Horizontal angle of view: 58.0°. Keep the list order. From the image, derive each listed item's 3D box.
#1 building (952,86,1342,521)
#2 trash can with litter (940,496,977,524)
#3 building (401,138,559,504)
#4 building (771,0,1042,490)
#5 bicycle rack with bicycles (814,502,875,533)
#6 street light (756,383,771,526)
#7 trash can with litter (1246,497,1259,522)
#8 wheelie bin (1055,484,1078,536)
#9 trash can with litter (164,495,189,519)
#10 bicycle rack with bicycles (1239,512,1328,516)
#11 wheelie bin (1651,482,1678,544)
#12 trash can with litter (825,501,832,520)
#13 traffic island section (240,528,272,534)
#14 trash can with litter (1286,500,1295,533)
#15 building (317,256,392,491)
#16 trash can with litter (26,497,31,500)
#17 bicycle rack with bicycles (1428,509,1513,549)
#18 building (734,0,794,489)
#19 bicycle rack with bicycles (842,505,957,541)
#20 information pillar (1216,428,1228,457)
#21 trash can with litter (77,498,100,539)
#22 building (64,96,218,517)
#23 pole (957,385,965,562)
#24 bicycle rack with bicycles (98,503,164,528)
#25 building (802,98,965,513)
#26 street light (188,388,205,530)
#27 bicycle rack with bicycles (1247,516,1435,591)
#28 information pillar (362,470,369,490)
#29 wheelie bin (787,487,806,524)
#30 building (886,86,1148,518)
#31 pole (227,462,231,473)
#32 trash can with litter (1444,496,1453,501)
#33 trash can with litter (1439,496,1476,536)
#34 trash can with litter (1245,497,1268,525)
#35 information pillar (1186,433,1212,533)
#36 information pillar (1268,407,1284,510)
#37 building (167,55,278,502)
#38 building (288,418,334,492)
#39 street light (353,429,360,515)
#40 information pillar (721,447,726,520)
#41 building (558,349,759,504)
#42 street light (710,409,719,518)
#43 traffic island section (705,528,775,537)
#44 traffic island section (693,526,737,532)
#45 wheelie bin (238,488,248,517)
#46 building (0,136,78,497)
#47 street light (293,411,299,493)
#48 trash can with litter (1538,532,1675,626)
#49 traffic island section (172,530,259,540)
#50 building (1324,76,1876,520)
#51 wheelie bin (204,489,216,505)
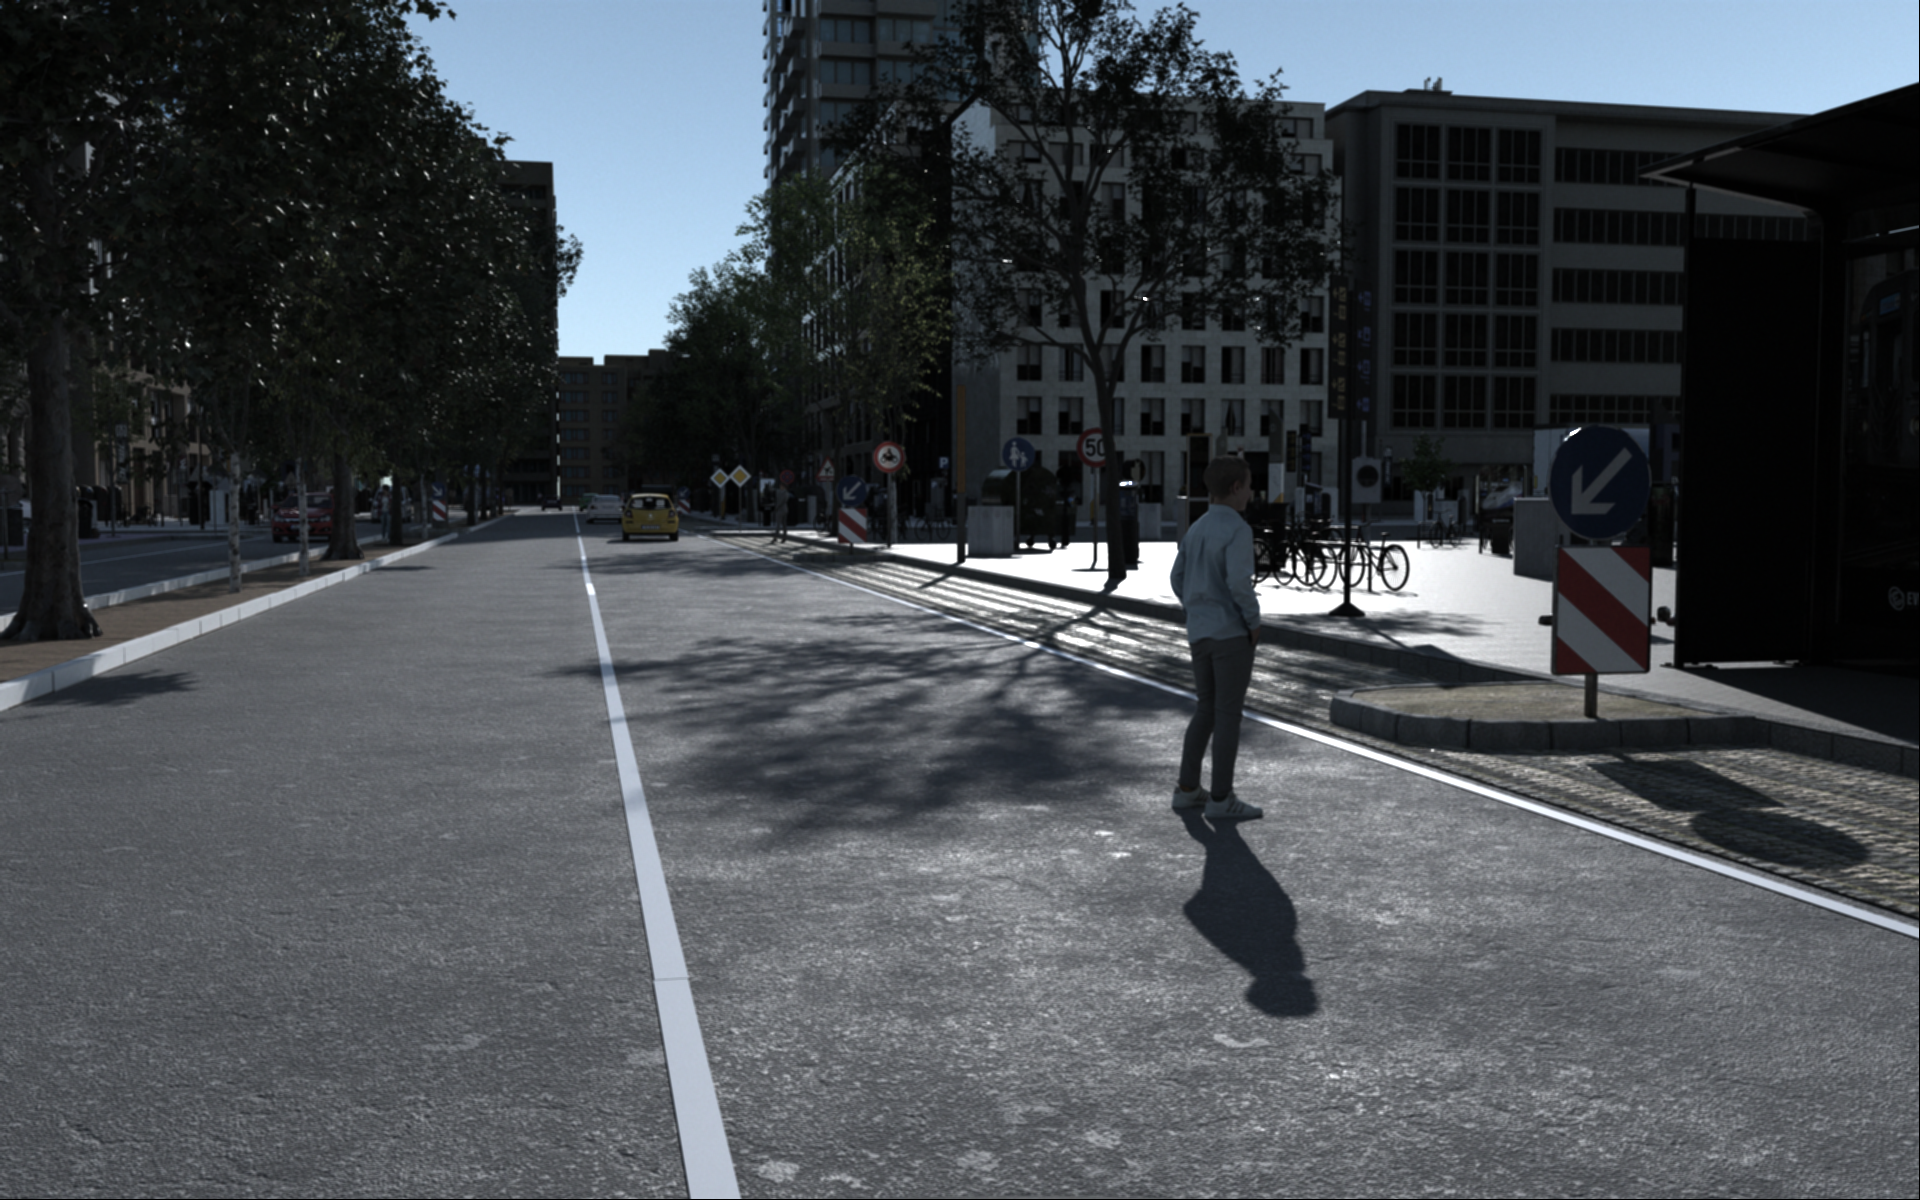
[{"bbox_3d":[8.920,-14.169,86.407,16.860,20.320,10.420,-1,4,-13],"label":"building"},{"bbox_3d":[0.158,-3.929,75.296,2.233,1.210,1.678,2,4,24],"label":"trash can with litter"},{"bbox_3d":[-66.367,-37.570,237.976,21.600,48.544,21.300,-1,4,-13],"label":"building"},{"bbox_3d":[-5.600,-33.216,162.696,23.786,49.044,30.456,-1,4,-13],"label":"building"},{"bbox_3d":[-3.071,-2.639,56.525,2.852,0.926,2.925,-3,4,-36],"label":"bicycle rack with bicycles"},{"bbox_3d":[-7.954,-5.965,70.315,0.468,5.910,1.993,-1,4,-13],"label":"street light"},{"bbox_3d":[14.364,-4.293,81.242,2.233,1.210,1.678,0,4,-4],"label":"trash can with litter"},{"bbox_3d":[3.221,-2.803,53.744,0.980,1.594,0.693,3,5,40],"label":"wheelie bin"},{"bbox_3d":[-40.382,-4.867,90.634,2.233,1.210,1.678,1,4,11],"label":"trash can with litter"},{"bbox_3d":[6.846,-1.320,34.971,2.852,0.926,2.925,-2,4,-27],"label":"bicycle rack with bicycles"},{"bbox_3d":[17.812,-2.207,43.996,0.980,1.594,0.693,-1,4,-21],"label":"wheelie bin"},{"bbox_3d":[-6.435,-4.371,82.852,1.055,1.170,0.624,2,4,30],"label":"trash can with litter"},{"bbox_3d":[-25.472,-2.486,62.919,2.009,0.180,2.903,-1,4,-13],"label":"traffic island section"},{"bbox_3d":[10.999,-2.769,56.662,0.624,1.170,1.055,3,5,40],"label":"trash can with litter"},{"bbox_3d":[-92.810,-37.528,233.186,30.456,49.044,23.786,-1,4,-13],"label":"building"},{"bbox_3d":[-41.285,-4.029,77.259,1.055,1.170,0.624,1,4,20],"label":"trash can with litter"},{"bbox_3d":[12.224,-1.697,41.123,2.852,0.926,2.925,2,4,34],"label":"bicycle rack with bicycles"},{"bbox_3d":[-13.135,-53.756,191.586,22.319,86.520,31.000,-1,4,-13],"label":"building"},{"bbox_3d":[-1.392,-2.145,48.450,2.852,0.926,2.925,2,4,27],"label":"bicycle rack with bicycles"},{"bbox_3d":[9.289,-4.289,61.472,0.183,3.616,0.504,-3,5,-43],"label":"information pillar"},{"bbox_3d":[-25.159,-2.346,49.737,0.624,1.170,1.055,0,4,-6],"label":"trash can with litter"},{"bbox_3d":[-58.298,-18.339,104.360,19.350,26.468,34.151,-1,4,-13],"label":"building"},{"bbox_3d":[0.022,-2.367,32.538,0.158,3.312,0.155,0,3,0],"label":"pole"},{"bbox_3d":[-32.157,-3.304,67.395,2.852,0.926,2.925,-1,4,-22],"label":"bicycle rack with bicycles"},{"bbox_3d":[0.133,-19.759,127.582,19.350,26.468,34.151,-1,4,-13],"label":"building"},{"bbox_3d":[-27.454,-5.493,62.592,0.468,5.910,1.993,-1,4,-13],"label":"street light"},{"bbox_3d":[4.430,-0.634,23.748,2.852,0.926,2.925,-1,4,-15],"label":"bicycle rack with bicycles"},{"bbox_3d":[-45.601,-8.658,132.917,0.504,3.616,0.183,0,4,-3],"label":"information pillar"},{"bbox_3d":[-7.143,-4.107,75.056,0.693,1.594,0.980,2,4,28],"label":"wheelie bin"},{"bbox_3d":[3.053,-16.703,102.764,12.332,23.373,15.834,-1,4,-13],"label":"building"},{"bbox_3d":[-30.634,-4.822,72.678,0.158,3.312,0.155,0,3,0],"label":"pole"},{"bbox_3d":[29.637,-5.752,105.440,1.055,1.170,0.624,-1,4,-14],"label":"trash can with litter"},{"bbox_3d":[15.332,-2.603,53.620,1.678,1.210,2.233,2,4,33],"label":"trash can with litter"},{"bbox_3d":[13.274,-3.989,76.610,1.055,1.170,0.624,-1,4,-18],"label":"trash can with litter"},{"bbox_3d":[2.922,-1.020,21.174,0.304,2.012,0.304,1,4,9],"label":"information pillar"},{"bbox_3d":[8.494,-3.379,46.606,0.183,3.616,0.504,-3,4,-37],"label":"information pillar"},{"bbox_3d":[-69.016,-50.866,144.336,22.319,86.520,31.000,-1,4,-13],"label":"building"},{"bbox_3d":[-80.140,-20.455,179.472,28.899,21.520,27.650,-1,4,-13],"label":"building"},{"bbox_3d":[-37.704,-8.291,108.341,0.468,5.910,1.993,-1,4,-13],"label":"street light"},{"bbox_3d":[-11.802,-5.810,86.354,0.183,3.616,0.504,0,4,6],"label":"information pillar"},{"bbox_3d":[-42.441,-24.614,247.480,28.899,21.520,27.650,-1,4,-13],"label":"building"},{"bbox_3d":[-13.241,-7.388,93.582,0.468,5.910,1.993,-1,4,-13],"label":"street light"},{"bbox_3d":[-7.433,-2.232,58.771,2.009,0.180,2.903,-1,4,-13],"label":"traffic island section"},{"bbox_3d":[-9.185,-2.708,66.562,2.009,0.180,2.903,-1,4,-13],"label":"traffic island section"},{"bbox_3d":[-40.643,-5.537,98.438,0.693,1.594,0.980,-1,4,-21],"label":"wheelie bin"},{"bbox_3d":[-48.210,-15.252,78.248,11.050,23.489,19.941,-1,4,-13],"label":"building"},{"bbox_3d":[-32.707,-6.890,85.438,0.468,5.910,1.993,-1,4,-13],"label":"street light"},{"bbox_3d":[6.585,-0.370,17.103,2.233,1.210,1.678,-2,4,-29],"label":"trash can with litter"},{"bbox_3d":[-23.721,-2.009,55.128,2.009,0.180,2.903,-1,4,-13],"label":"traffic island section"},{"bbox_3d":[32.144,-16.783,93.469,30.058,24.678,14.314,-1,4,-13],"label":"building"},{"bbox_3d":[-43.196,-5.626,99.899,0.980,1.594,0.693,-2,4,-32],"label":"wheelie bin"}]
